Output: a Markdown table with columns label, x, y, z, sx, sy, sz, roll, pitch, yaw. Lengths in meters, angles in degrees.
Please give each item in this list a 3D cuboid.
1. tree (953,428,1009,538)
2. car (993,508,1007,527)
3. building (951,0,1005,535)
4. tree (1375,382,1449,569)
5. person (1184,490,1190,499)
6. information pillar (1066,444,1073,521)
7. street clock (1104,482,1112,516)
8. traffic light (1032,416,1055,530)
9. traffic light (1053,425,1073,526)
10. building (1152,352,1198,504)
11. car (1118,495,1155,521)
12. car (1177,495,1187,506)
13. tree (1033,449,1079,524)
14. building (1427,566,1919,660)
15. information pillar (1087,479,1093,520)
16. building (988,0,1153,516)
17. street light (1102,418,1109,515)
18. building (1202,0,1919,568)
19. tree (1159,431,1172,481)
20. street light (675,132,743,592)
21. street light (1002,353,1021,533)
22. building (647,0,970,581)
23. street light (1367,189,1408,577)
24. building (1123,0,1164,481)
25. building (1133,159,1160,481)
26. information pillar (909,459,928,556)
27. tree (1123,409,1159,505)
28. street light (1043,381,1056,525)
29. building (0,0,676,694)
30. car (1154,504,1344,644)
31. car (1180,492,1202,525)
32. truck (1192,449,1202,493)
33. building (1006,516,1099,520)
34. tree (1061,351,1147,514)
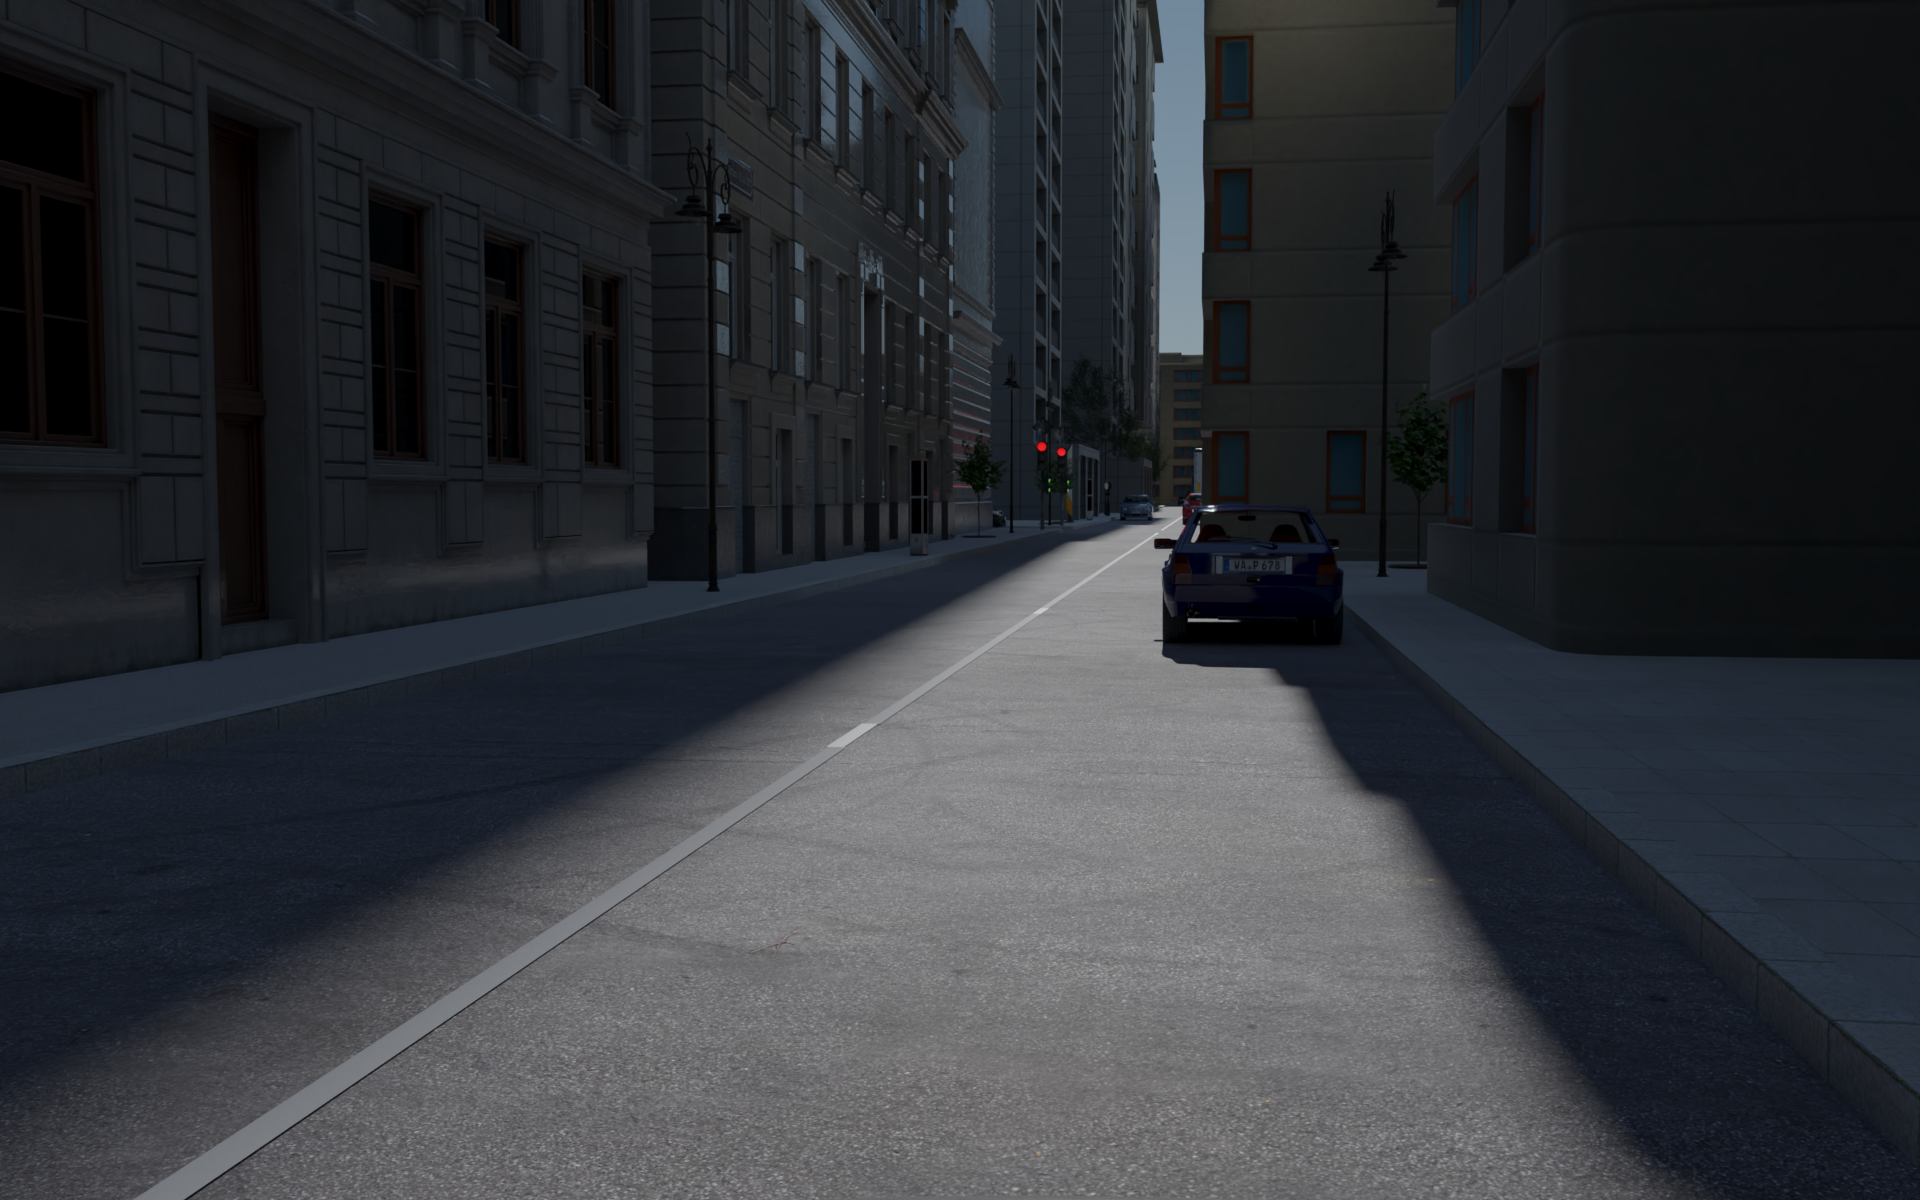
| label | x | y | z | sx | sy | sz | roll | pitch | yaw |
| --- | --- | --- | --- | --- | --- | --- | --- | --- | --- |
| tree | 0.683 | -3.454 | 51.070 | 1.663 | 3.219 | 1.824 | 0 | 3 | 0 |
| car | -0.281 | -3.541 | 67.680 | 4.222 | 1.686 | 2.009 | 1 | 4 | 8 |
| building | -8.658 | -14.057 | 58.717 | 19.941 | 23.489 | 11.050 | 1 | 4 | 8 |
| tree | 8.083 | -2.160 | 29.924 | 1.663 | 3.219 | 1.824 | 0 | 3 | 0 |
| person | 26.817 | -11.929 | 203.166 | 0.705 | 1.869 | 1.348 | -3 | 5 | -43 |
| information pillar | 5.093 | -5.471 | 80.797 | 0.183 | 3.616 | 0.504 | 2 | 4 | 32 |
| street clock | 8.637 | -5.901 | 101.059 | 0.358 | 2.002 | 0.471 | -2 | 4 | -25 |
| traffic light | 2.995 | -4.499 | 62.483 | 0.839 | 4.253 | 0.868 | 1 | 4 | 8 |
| traffic light | 4.164 | -4.982 | 70.383 | 0.839 | 4.253 | 0.868 | 1 | 4 | 8 |
| building | 19.759 | -24.339 | 242.977 | 28.899 | 21.520 | 27.650 | 1 | 4 | 8 |
| car | 9.708 | -5.082 | 95.085 | 2.014 | 1.417 | 4.499 | 0 | 4 | 7 |
| car | 27.986 | -12.426 | 215.738 | 1.945 | 1.354 | 3.894 | 0 | 4 | 7 |
| tree | 3.994 | -4.842 | 73.776 | 1.663 | 3.219 | 1.824 | 0 | 3 | 0 |
| building | 17.670 | -9.827 | 5.708 | 27.650 | 21.520 | 28.899 | 1 | 4 | 8 |
| information pillar | 6.329 | -4.888 | 84.409 | 0.304 | 2.012 | 0.304 | 0 | 4 | 8 |
| building | 3.832 | -42.100 | 126.586 | 20.563 | 71.187 | 20.611 | 1 | 4 | 8 |
| street light | 8.808 | -8.079 | 104.883 | 0.468 | 5.910 | 1.993 | 1 | 4 | 8 |
| building | 20.420 | -12.237 | 45.110 | 27.650 | 21.520 | 28.899 | 1 | 4 | 8 |
| tree | 22.729 | -15.438 | 202.770 | 4.737 | 8.622 | 4.395 | 0 | 3 | 0 |
| street light | -3.251 | -3.049 | 22.641 | 0.468 | 5.910 | 1.993 | 1 | 4 | 8 |
| street light | 1.698 | -5.144 | 56.892 | 0.468 | 5.910 | 1.993 | 1 | 4 | 8 |
| building | -7.480 | -14.687 | 37.389 | 12.463 | 27.353 | 25.104 | 1 | 4 | 8 |
| street light | 6.538 | -3.293 | 26.634 | 0.468 | 5.910 | 1.993 | 1 | 4 | 8 |
| building | 7.029 | -36.549 | 186.813 | 28.713 | 52.752 | 27.495 | 1 | 4 | 8 |
| building | 17.573 | -32.434 | 213.887 | 14.086 | 41.232 | 14.154 | 1 | 4 | 8 |
| information pillar | -0.853 | -1.929 | 36.026 | 0.304 | 2.012 | 0.304 | 1 | 4 | 21 |
| tree | 13.743 | -11.733 | 142.198 | 4.737 | 8.622 | 4.395 | 0 | 3 | 0 |
| street light | 3.669 | -5.989 | 70.703 | 0.468 | 5.910 | 1.993 | 1 | 4 | 8 |
| building | -10.613 | -10.890 | 14.209 | 11.583 | 22.565 | 21.152 | 1 | 4 | 8 |
| car | 2.976 | -0.328 | 17.945 | 1.945 | 1.354 | 3.894 | 0 | 4 | 8 |
| car | 11.558 | -4.509 | 82.768 | 2.155 | 1.783 | 4.494 | 1 | 4 | 9 |
| truck | 16.455 | -7.553 | 112.405 | 2.839 | 4.237 | 11.283 | 0 | 4 | 8 |
| building | -2.798 | -40.102 | 93.919 | 20.563 | 71.187 | 20.611 | 1 | 4 | 8 |
| tree | 8.751 | -10.929 | 113.102 | 7.601 | 10.594 | 8.767 | 1 | 4 | 12 |
